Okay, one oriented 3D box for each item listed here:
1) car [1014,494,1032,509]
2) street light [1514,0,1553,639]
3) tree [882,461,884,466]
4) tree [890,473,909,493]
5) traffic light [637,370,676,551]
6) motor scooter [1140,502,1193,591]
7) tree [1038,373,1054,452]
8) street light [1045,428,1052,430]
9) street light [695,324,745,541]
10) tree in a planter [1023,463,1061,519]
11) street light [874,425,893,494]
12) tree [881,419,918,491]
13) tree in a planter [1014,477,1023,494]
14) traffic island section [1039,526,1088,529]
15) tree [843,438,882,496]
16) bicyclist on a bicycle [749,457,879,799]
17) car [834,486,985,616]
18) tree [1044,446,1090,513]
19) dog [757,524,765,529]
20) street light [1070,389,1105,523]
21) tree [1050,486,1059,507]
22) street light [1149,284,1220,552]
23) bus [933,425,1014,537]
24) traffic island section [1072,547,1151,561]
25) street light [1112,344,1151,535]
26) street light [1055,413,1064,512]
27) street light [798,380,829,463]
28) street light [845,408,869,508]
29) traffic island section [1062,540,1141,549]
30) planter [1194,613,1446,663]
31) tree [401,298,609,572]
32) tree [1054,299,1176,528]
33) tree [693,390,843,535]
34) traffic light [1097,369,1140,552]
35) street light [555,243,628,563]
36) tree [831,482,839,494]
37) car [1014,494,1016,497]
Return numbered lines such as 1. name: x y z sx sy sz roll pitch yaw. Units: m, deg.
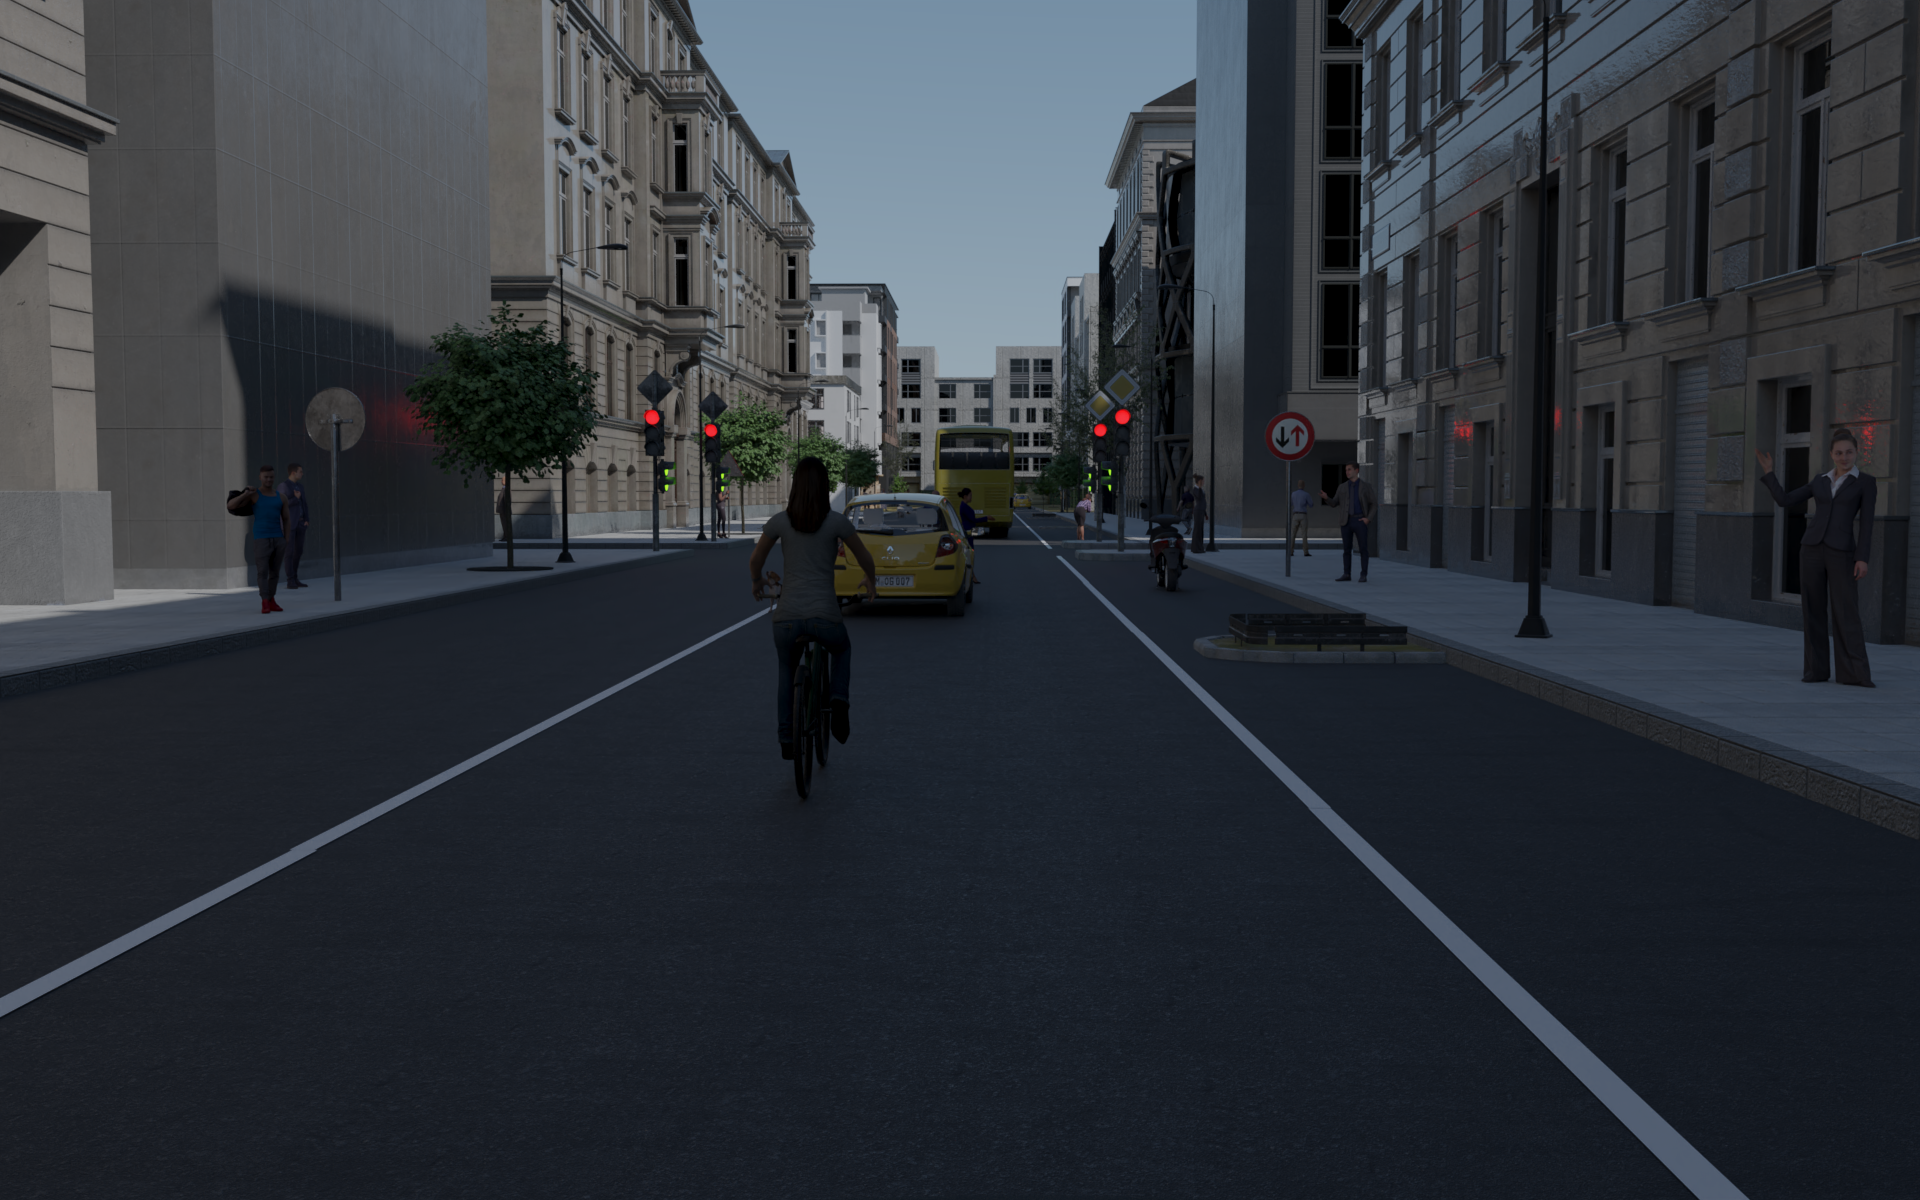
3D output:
1. car: 5.856 -9.397 163.858 2.015 1.641 3.980 0 4 1
2. street light: 4.610 -2.620 15.386 1.470 5.913 1.316 0 4 1
3. tree: -5.991 -7.154 100.681 4.285 4.588 4.351 0 3 0
4. tree: -5.298 -9.230 145.503 1.663 3.219 1.824 0 3 0
5. traffic light: -6.791 -3.024 38.689 0.839 4.213 0.868 0 4 1
6. motor scooter: 3.125 -0.817 26.139 0.815 1.314 1.986 0 4 2
7. tree: 6.257 -8.093 82.688 4.360 8.622 3.978 0 3 0
8. street light: 6.642 -9.116 121.588 1.470 5.913 1.316 0 4 1
9. street light: -6.562 -4.580 47.431 1.470 5.913 1.316 0 4 1
10. tree in a planter: 4.816 -6.283 99.946 1.991 3.239 1.994 0 4 1
11. street light: -5.180 -8.794 116.329 1.470 5.913 1.316 0 4 1
12. tree: -5.979 -13.142 165.227 4.360 8.622 3.978 0 3 0
13. tree in a planter: 6.310 -10.940 176.095 1.991 3.239 1.994 0 4 1
14. traffic island section: 4.262 -2.981 71.602 1.991 0.108 1.994 0 4 1
15. tree: -6.797 -6.035 82.388 4.285 4.588 4.351 0 3 0
16. bicyclist on a bicycle: -0.737 0.086 8.617 1.499 1.676 1.625 0 4 1
17. car: -0.715 -0.704 21.738 2.015 1.641 3.980 0 4 2
18. tree: 7.302 -8.243 118.484 4.285 4.588 4.351 0 3 0
19. dog: -7.148 -2.843 64.218 0.748 0.427 0.550 0 4 0
20. street light: 5.733 -6.352 76.400 1.470 5.913 1.316 0 4 1
21. tree: 8.894 -10.536 166.857 1.663 3.219 1.824 0 3 0
22. street light: 5.074 -4.032 38.458 1.470 5.913 1.316 0 4 1
23. bus: 0.429 -4.232 60.746 2.896 3.916 12.252 0 4 0
24. traffic island section: 3.609 -0.999 38.614 2.009 0.180 2.903 0 4 1
25. street light: 5.396 -4.970 53.804 1.470 5.913 1.316 0 4 1
26. street light: 6.268 -7.734 98.992 1.470 5.913 1.316 0 4 1
27. street light: -6.014 -5.983 70.367 1.470 5.913 1.316 0 4 1
28. street light: -5.581 -7.377 93.155 1.470 5.913 1.316 0 4 1
29. traffic island section: 3.766 -1.487 46.597 2.009 0.180 2.903 0 4 1
30. planter: 3.151 0.335 15.660 1.991 0.319 1.994 0 4 1
31. tree: -7.665 -2.788 29.303 4.285 4.588 4.351 0 3 0
32. tree: 5.904 -6.994 64.722 4.360 8.622 3.978 0 3 0
33. tree: -6.859 -4.366 55.105 4.285 4.588 4.351 0 3 0
34. traffic light: 3.569 -3.013 38.502 0.839 4.213 0.868 0 4 1
35. street light: -6.851 -3.652 32.251 1.470 5.913 1.316 0 4 1
36. tree: -7.266 -6.234 96.532 1.663 3.219 1.824 0 3 0
37. car: 6.570 -11.310 194.509 1.945 1.707 3.694 0 4 0
